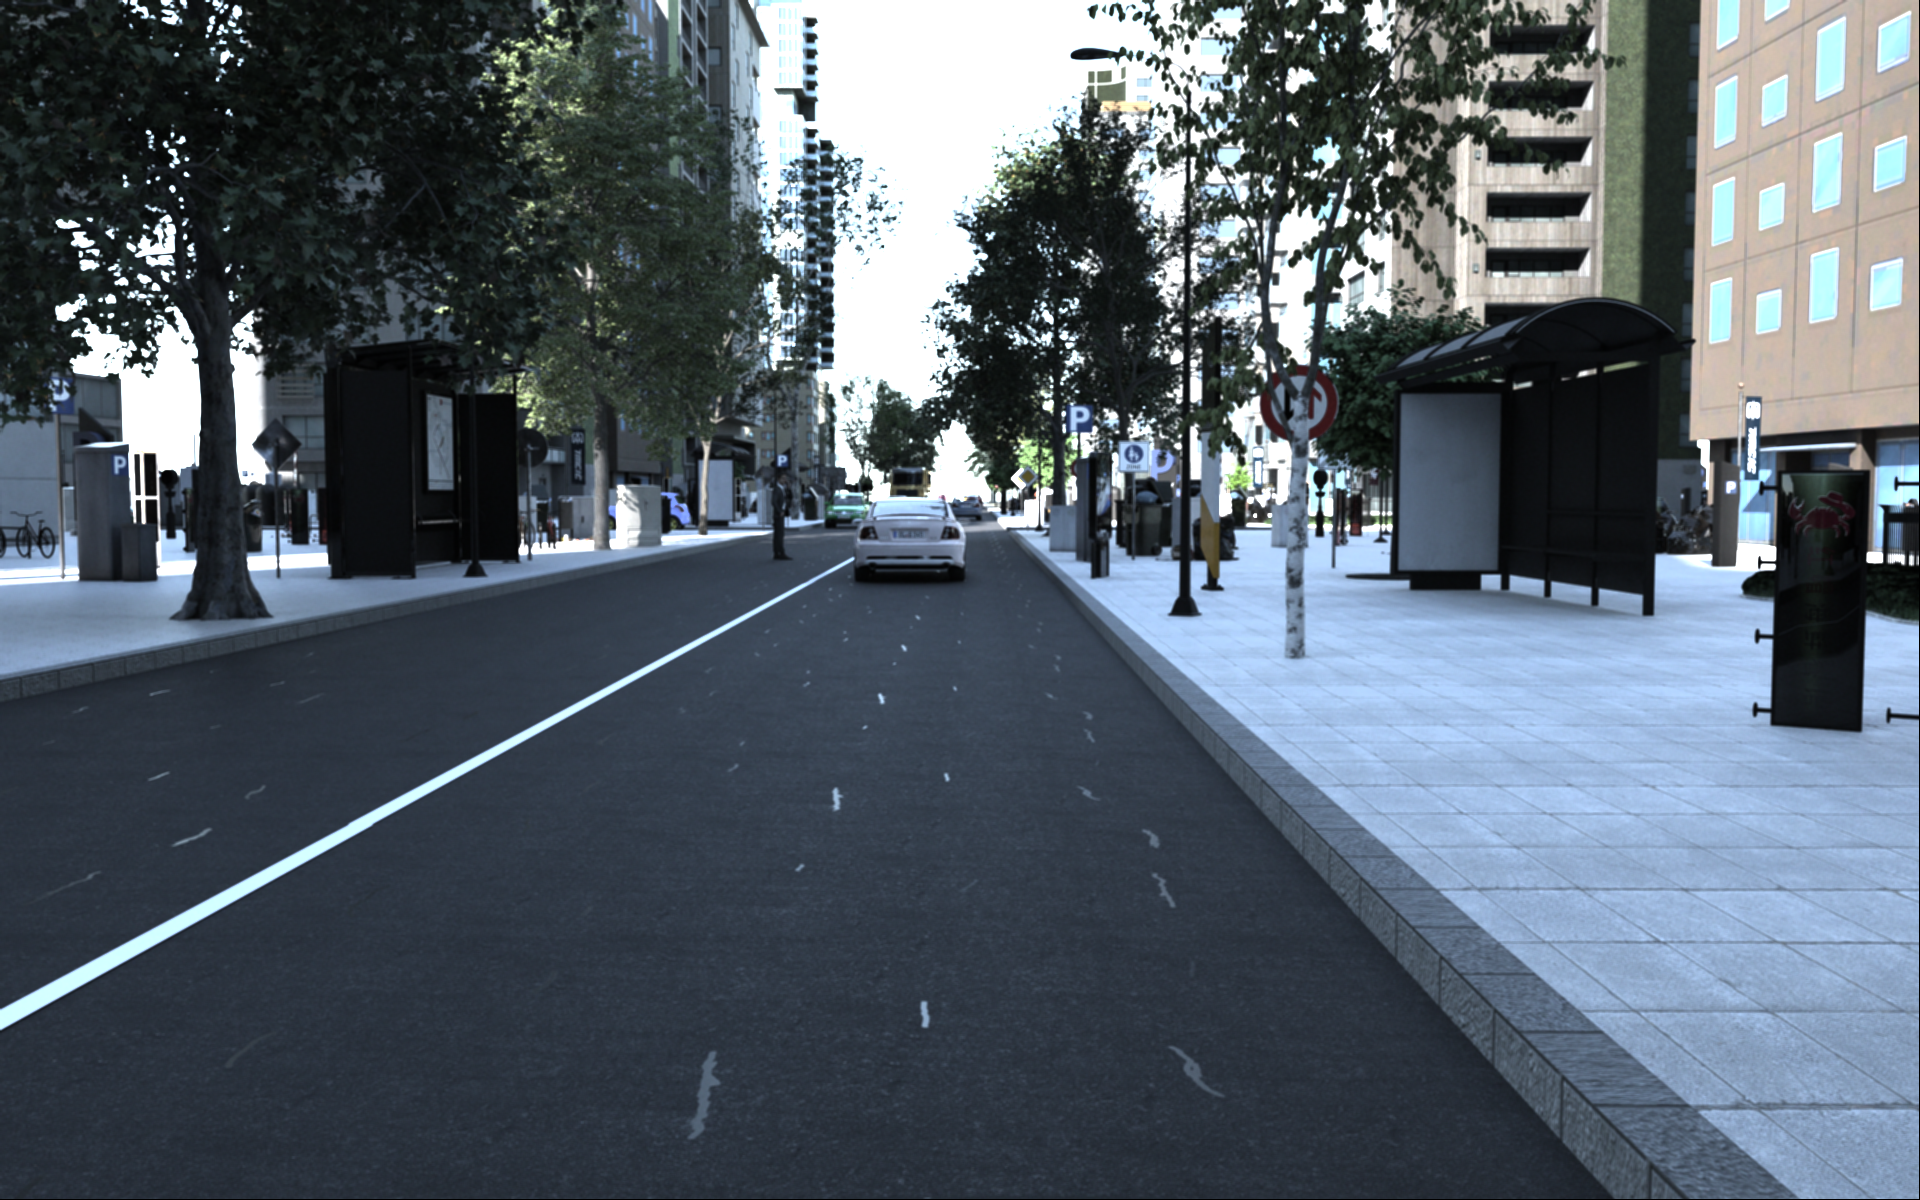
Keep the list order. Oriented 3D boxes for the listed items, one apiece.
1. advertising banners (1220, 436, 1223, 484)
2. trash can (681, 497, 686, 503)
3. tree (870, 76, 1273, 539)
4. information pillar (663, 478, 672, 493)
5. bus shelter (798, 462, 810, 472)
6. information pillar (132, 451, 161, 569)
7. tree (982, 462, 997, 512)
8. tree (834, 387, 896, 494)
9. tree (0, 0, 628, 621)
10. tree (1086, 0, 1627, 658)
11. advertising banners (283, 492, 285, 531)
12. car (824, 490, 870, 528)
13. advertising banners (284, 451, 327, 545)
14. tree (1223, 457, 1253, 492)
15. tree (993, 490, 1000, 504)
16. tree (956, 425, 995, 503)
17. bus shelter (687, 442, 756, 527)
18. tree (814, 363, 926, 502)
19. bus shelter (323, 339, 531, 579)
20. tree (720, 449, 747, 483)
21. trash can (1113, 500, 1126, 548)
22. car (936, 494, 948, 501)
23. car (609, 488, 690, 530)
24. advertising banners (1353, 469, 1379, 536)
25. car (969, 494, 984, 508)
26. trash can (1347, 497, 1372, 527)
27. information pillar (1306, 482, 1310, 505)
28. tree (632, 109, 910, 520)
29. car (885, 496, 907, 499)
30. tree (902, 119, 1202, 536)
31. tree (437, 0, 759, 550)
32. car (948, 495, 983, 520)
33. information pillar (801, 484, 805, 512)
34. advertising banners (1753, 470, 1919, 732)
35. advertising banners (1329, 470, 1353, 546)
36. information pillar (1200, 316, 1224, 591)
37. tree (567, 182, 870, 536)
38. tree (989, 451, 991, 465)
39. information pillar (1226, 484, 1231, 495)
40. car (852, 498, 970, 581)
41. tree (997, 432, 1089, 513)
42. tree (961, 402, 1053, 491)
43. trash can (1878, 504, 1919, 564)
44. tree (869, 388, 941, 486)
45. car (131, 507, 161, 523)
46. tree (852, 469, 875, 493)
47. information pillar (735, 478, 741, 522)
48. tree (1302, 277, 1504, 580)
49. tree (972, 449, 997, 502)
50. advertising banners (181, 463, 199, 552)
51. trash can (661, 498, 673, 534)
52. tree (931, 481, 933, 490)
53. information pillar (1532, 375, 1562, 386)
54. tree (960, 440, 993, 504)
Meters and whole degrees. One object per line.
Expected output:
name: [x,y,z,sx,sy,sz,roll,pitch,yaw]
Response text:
advertising banners: [6.606,-3.033,45.775,0.090,3.025,2.074,2,4,29]
trash can: [-13.590,-4.407,83.715,0.748,1.137,0.748,0,3,0]
tree: [3.608,-6.396,38.984,7.601,10.594,8.767,2,4,30]
information pillar: [-13.027,-4.450,77.256,0.304,2.012,0.304,1,4,18]
bus shelter: [-10.388,-6.817,105.374,2.014,3.302,5.546,0,4,1]
information pillar: [-13.970,-1.545,29.757,0.304,2.012,0.304,2,4,35]
tree: [4.290,-8.318,119.707,4.285,4.588,4.351,0,3,0]
tree: [-6.701,-10.232,117.655,4.360,8.622,3.978,0,3,0]
tree: [-7.767,-6.164,17.791,9.611,12.733,9.660,0,3,0]
tree: [2.802,-3.861,13.498,4.737,8.622,4.395,0,3,0]
advertising banners: [-22.291,-3.759,57.655,0.090,3.025,2.074,-2,4,-33]
car: [-4.781,-3.997,74.150,1.959,1.807,4.718,0,4,1]
advertising banners: [-16.060,-2.917,43.877,2.074,3.025,0.090,0,4,7]
tree: [14.095,-5.694,87.703,1.663,3.219,1.824,0,3,0]
tree: [4.820,-14.633,233.842,1.663,3.219,1.824,0,3,0]
tree: [4.626,-23.750,244.199,12.611,20.169,13.585,0,3,0]
bus shelter: [-9.594,-4.670,70.270,2.014,3.302,5.546,0,4,0]
tree: [-7.539,-13.036,138.898,9.928,11.665,9.643,0,3,0]
bus shelter: [-8.741,-2.318,29.178,1.731,3.624,6.357,0,4,1]
tree: [-17.142,-8.666,125.396,4.285,4.588,4.351,0,3,0]
trash can: [4.045,-1.827,41.522,0.748,1.137,0.748,0,3,0]
car: [-3.151,-17.885,301.456,2.155,1.783,4.494,0,4,-1]
car: [-12.107,-3.424,65.579,3.694,1.707,1.945,0,4,-1]
advertising banners: [12.118,-3.477,53.035,0.090,3.025,2.074,-2,4,-34]
car: [1.560,-10.780,185.288,2.155,1.783,4.494,0,4,0]
trash can: [15.735,-3.427,67.684,0.748,1.137,0.748,0,3,0]
information pillar: [21.145,-6.196,105.799,0.304,2.012,0.304,-1,4,-19]
tree: [-9.655,-14.131,86.923,12.611,20.169,13.585,0,3,0]
car: [-3.626,-5.238,98.215,1.945,1.354,3.894,0,4,0]
tree: [2.920,-8.287,52.498,9.611,12.733,9.660,0,3,0]
tree: [-8.697,-7.442,39.801,7.486,12.596,7.792,0,3,0]
car: [0.293,-5.112,95.580,2.014,1.417,4.499,0,4,-1]
information pillar: [-10.995,-7.157,121.502,0.304,2.012,0.304,0,4,-2]
advertising banners: [5.258,-0.780,8.948,2.074,3.025,0.090,3,4,38]
advertising banners: [9.392,-2.860,42.941,0.090,3.025,2.074,2,4,24]
information pillar: [3.354,-1.944,23.135,0.183,3.616,0.504,-1,4,-14]
tree: [-7.842,-7.226,52.557,8.767,10.594,7.601,-1,4,-14]
tree: [4.936,-15.194,198.783,4.360,8.622,3.978,0,3,0]
information pillar: [18.254,-6.914,117.529,0.304,2.012,0.304,-2,4,-28]
car: [-0.854,-1.080,30.015,2.083,1.381,4.827,0,4,-1]
tree: [3.986,-5.606,75.364,4.285,4.588,4.351,0,3,0]
tree: [4.634,-15.279,160.188,12.009,13.543,11.850,0,3,0]
trash can: [13.092,-0.751,23.940,0.748,1.137,0.748,0,3,0]
tree: [-6.606,-18.202,204.260,9.857,13.997,8.962,0,3,0]
car: [-32.001,-3.176,63.723,4.920,1.459,2.131,0,4,-1]
tree: [-7.421,-8.284,130.040,1.663,3.219,1.824,0,3,0]
information pillar: [-10.230,-4.578,79.346,0.304,2.012,0.304,-3,4,-38]
tree: [6.579,-2.608,26.350,4.285,4.588,4.351,0,3,0]
tree: [5.687,-21.614,279.141,9.928,11.665,9.643,0,3,0]
advertising banners: [-17.035,-2.611,38.879,0.090,3.025,2.074,0,4,-3]
trash can: [-9.671,-2.717,56.079,0.748,1.137,0.748,0,3,0]
tree: [-6.194,-18.992,294.233,4.285,4.588,4.351,0,3,0]
information pillar: [9.928,-2.323,29.328,0.504,3.616,0.183,1,4,18]
tree: [3.942,-18.969,228.265,7.486,12.596,7.792,0,3,0]
